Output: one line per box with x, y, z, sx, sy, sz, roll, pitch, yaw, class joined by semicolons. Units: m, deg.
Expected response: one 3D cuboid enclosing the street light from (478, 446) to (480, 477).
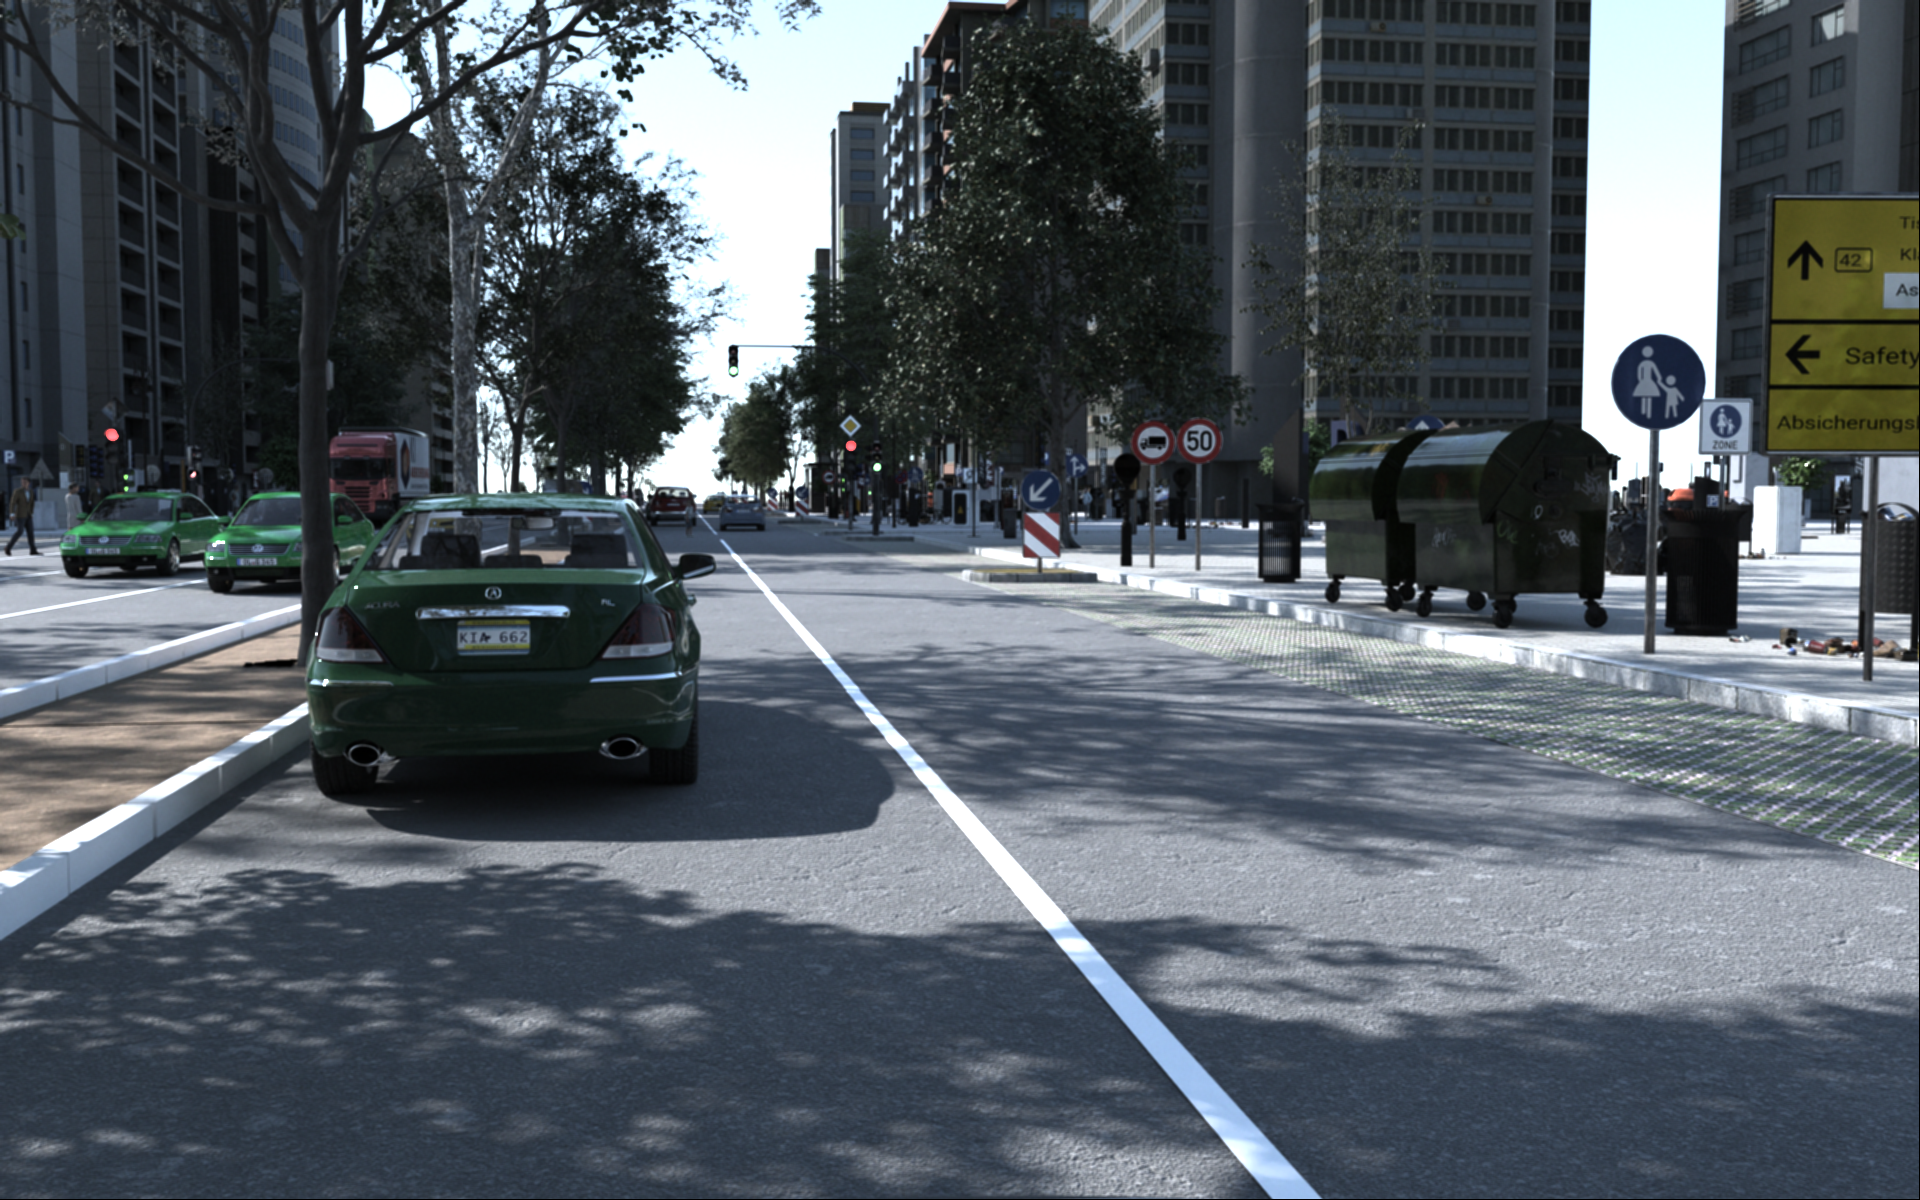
-43.633;-11.255;156.812;0.468;5.910;1.993;-1;4;-9;street light

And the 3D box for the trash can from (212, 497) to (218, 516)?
-33.241;-3.999;77.039;0.748;1.137;0.748;0;3;0;trash can

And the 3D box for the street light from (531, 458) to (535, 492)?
-53.122;-14.855;215.662;0.468;5.910;1.993;-1;4;-9;street light

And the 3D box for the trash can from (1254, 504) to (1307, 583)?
4.638;-0.824;25.121;0.748;1.137;0.748;0;3;0;trash can

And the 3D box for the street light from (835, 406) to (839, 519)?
-6.294;-7.095;88.794;0.468;5.910;1.993;-1;4;-9;street light

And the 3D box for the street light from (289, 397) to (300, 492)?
-31.630;-6.726;82.764;0.468;5.910;1.993;-1;4;-9;street light

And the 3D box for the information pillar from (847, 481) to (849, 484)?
-7.260;-7.364;111.756;0.504;3.616;0.183;0;4;1;information pillar

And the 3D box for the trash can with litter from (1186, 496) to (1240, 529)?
9.109;-3.278;64.659;2.233;1.210;1.678;-2;4;-30;trash can with litter

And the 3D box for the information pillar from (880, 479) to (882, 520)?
-4.097;-5.037;86.850;0.304;2.012;0.304;3;5;43;information pillar

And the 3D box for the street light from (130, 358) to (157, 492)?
-27.834;-5.281;59.134;0.468;5.910;1.993;-1;4;-9;street light

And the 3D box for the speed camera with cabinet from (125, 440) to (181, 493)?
-29.534;-4.215;63.257;2.038;3.252;0.660;1;4;9;speed camera with cabinet

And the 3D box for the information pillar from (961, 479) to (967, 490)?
0.195;-4.771;82.490;0.304;2.012;0.304;0;4;5;information pillar

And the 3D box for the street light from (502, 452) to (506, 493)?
-47.290;-12.658;179.740;0.468;5.910;1.993;-1;4;-9;street light

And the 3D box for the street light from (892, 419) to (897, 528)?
-2.510;-5.694;65.886;0.468;5.910;1.993;-1;4;-9;street light

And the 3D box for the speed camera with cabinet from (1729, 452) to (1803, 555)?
17.476;-2.644;37.565;0.660;3.252;2.038;0;4;-4;speed camera with cabinet

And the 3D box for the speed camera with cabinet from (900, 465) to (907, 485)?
-4.045;-7.633;119.138;0.660;3.252;2.038;0;4;6;speed camera with cabinet

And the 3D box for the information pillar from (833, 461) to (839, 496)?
-8.863;-8.075;123.382;0.504;3.616;0.183;-3;5;-40;information pillar

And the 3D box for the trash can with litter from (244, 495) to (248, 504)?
-47.161;-6.365;115.126;1.678;1.210;2.233;0;4;3;trash can with litter

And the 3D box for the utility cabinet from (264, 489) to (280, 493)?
-32.012;-4.410;80.788;0.318;1.500;1.173;-3;4;-36;utility cabinet

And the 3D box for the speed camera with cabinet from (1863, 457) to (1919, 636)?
9.251;-1.340;16.250;2.038;3.252;0.660;-3;4;-36;speed camera with cabinet

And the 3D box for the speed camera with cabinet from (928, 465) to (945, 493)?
-2.017;-7.532;117.486;2.038;3.252;0.660;0;4;3;speed camera with cabinet

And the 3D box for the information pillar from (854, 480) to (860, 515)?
-6.230;-6.901;104.180;0.504;3.616;0.183;2;4;27;information pillar

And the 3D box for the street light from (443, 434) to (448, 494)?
-39.884;-9.854;133.899;0.468;5.910;1.993;-1;4;-9;street light

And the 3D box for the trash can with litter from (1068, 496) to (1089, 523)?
4.544;-4.023;76.830;1.678;1.210;2.233;-3;5;-41;trash can with litter

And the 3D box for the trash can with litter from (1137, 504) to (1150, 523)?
8.157;-4.074;77.990;1.055;1.170;0.624;2;4;33;trash can with litter

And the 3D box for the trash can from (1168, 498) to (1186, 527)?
8.376;-3.380;66.916;0.748;1.137;0.748;0;3;0;trash can

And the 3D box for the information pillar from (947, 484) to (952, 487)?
-0.755;-7.284;123.580;0.304;2.012;0.304;0;4;7;information pillar

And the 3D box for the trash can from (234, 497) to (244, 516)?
-42.113;-5.468;101.048;0.748;1.137;0.748;0;3;0;trash can

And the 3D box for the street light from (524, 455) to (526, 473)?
-50.916;-14.060;202.673;0.468;5.910;1.993;-1;4;-9;street light

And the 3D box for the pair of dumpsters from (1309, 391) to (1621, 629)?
5.253;-0.979;18.496;1.574;2.255;4.437;-1;4;-9;pair of dumpsters

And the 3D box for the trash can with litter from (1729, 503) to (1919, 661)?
7.338;-0.187;14.122;1.678;1.210;2.233;-1;4;-19;trash can with litter

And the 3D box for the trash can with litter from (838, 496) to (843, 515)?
-7.333;-5.872;107.400;1.055;1.170;0.624;3;4;37;trash can with litter

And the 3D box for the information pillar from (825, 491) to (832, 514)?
-8.363;-6.457;110.060;0.304;2.012;0.304;2;4;33;information pillar

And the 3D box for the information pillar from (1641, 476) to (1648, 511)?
27.993;-4.046;70.640;0.304;2.012;0.304;-1;4;-18;information pillar

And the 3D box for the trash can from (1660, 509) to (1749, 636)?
6.785;-0.255;15.830;0.748;1.137;0.748;0;3;0;trash can

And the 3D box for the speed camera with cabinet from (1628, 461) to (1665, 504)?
41.513;-6.753;104.753;2.038;3.252;0.660;0;4;-1;speed camera with cabinet

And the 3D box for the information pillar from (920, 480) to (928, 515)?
-1.814;-5.089;87.699;0.304;2.012;0.304;-2;4;-27;information pillar

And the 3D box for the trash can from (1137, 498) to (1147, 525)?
7.445;-3.684;71.882;0.748;1.137;0.748;0;3;0;trash can

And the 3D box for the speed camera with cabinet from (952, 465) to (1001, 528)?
0.616;-4.386;66.046;2.038;3.252;0.660;3;5;42;speed camera with cabinet

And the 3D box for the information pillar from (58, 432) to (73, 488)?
-33.798;-4.534;65.492;0.504;3.616;0.183;0;4;1;information pillar

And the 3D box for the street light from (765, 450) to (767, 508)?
-18.510;-11.744;164.799;0.468;5.910;1.993;-1;4;-9;street light

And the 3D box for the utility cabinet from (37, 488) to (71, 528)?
-33.271;-3.368;63.751;1.173;1.500;0.318;-2;4;-35;utility cabinet

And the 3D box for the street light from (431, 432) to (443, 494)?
-39.128;-9.561;129.117;0.468;5.910;1.993;-1;4;-9;street light

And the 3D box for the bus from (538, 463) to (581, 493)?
-32.428;-9.143;141.030;2.896;3.916;12.252;-1;4;-10;bus

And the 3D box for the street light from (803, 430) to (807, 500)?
-10.066;-8.547;112.528;0.468;5.910;1.993;-1;4;-9;street light

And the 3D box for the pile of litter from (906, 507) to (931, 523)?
-1.779;-3.899;77.716;1.176;0.858;1.719;3;5;39;pile of litter

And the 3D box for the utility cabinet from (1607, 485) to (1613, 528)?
15.629;-2.118;43.311;1.173;1.500;0.318;1;4;19;utility cabinet

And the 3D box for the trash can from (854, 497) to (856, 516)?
-6.366;-5.475;101.177;0.748;1.137;0.748;0;3;0;trash can

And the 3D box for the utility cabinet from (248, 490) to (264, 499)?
-40.822;-5.631;100.752;1.173;1.500;0.318;1;4;17;utility cabinet

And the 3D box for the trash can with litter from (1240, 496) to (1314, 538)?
9.689;-2.452;51.155;1.678;1.210;2.233;3;5;44;trash can with litter

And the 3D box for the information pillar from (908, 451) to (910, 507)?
-2.583;-5.883;87.536;0.183;3.616;0.504;0;4;-6;information pillar

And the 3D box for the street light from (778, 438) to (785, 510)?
-14.707;-10.343;141.895;0.468;5.910;1.993;-1;4;-9;street light

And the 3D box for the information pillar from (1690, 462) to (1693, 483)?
53.149;-8.226;125.856;0.183;3.616;0.504;2;4;33;information pillar

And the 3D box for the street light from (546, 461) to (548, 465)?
-56.848;-16.256;238.579;0.468;5.910;1.993;-1;4;-9;street light
